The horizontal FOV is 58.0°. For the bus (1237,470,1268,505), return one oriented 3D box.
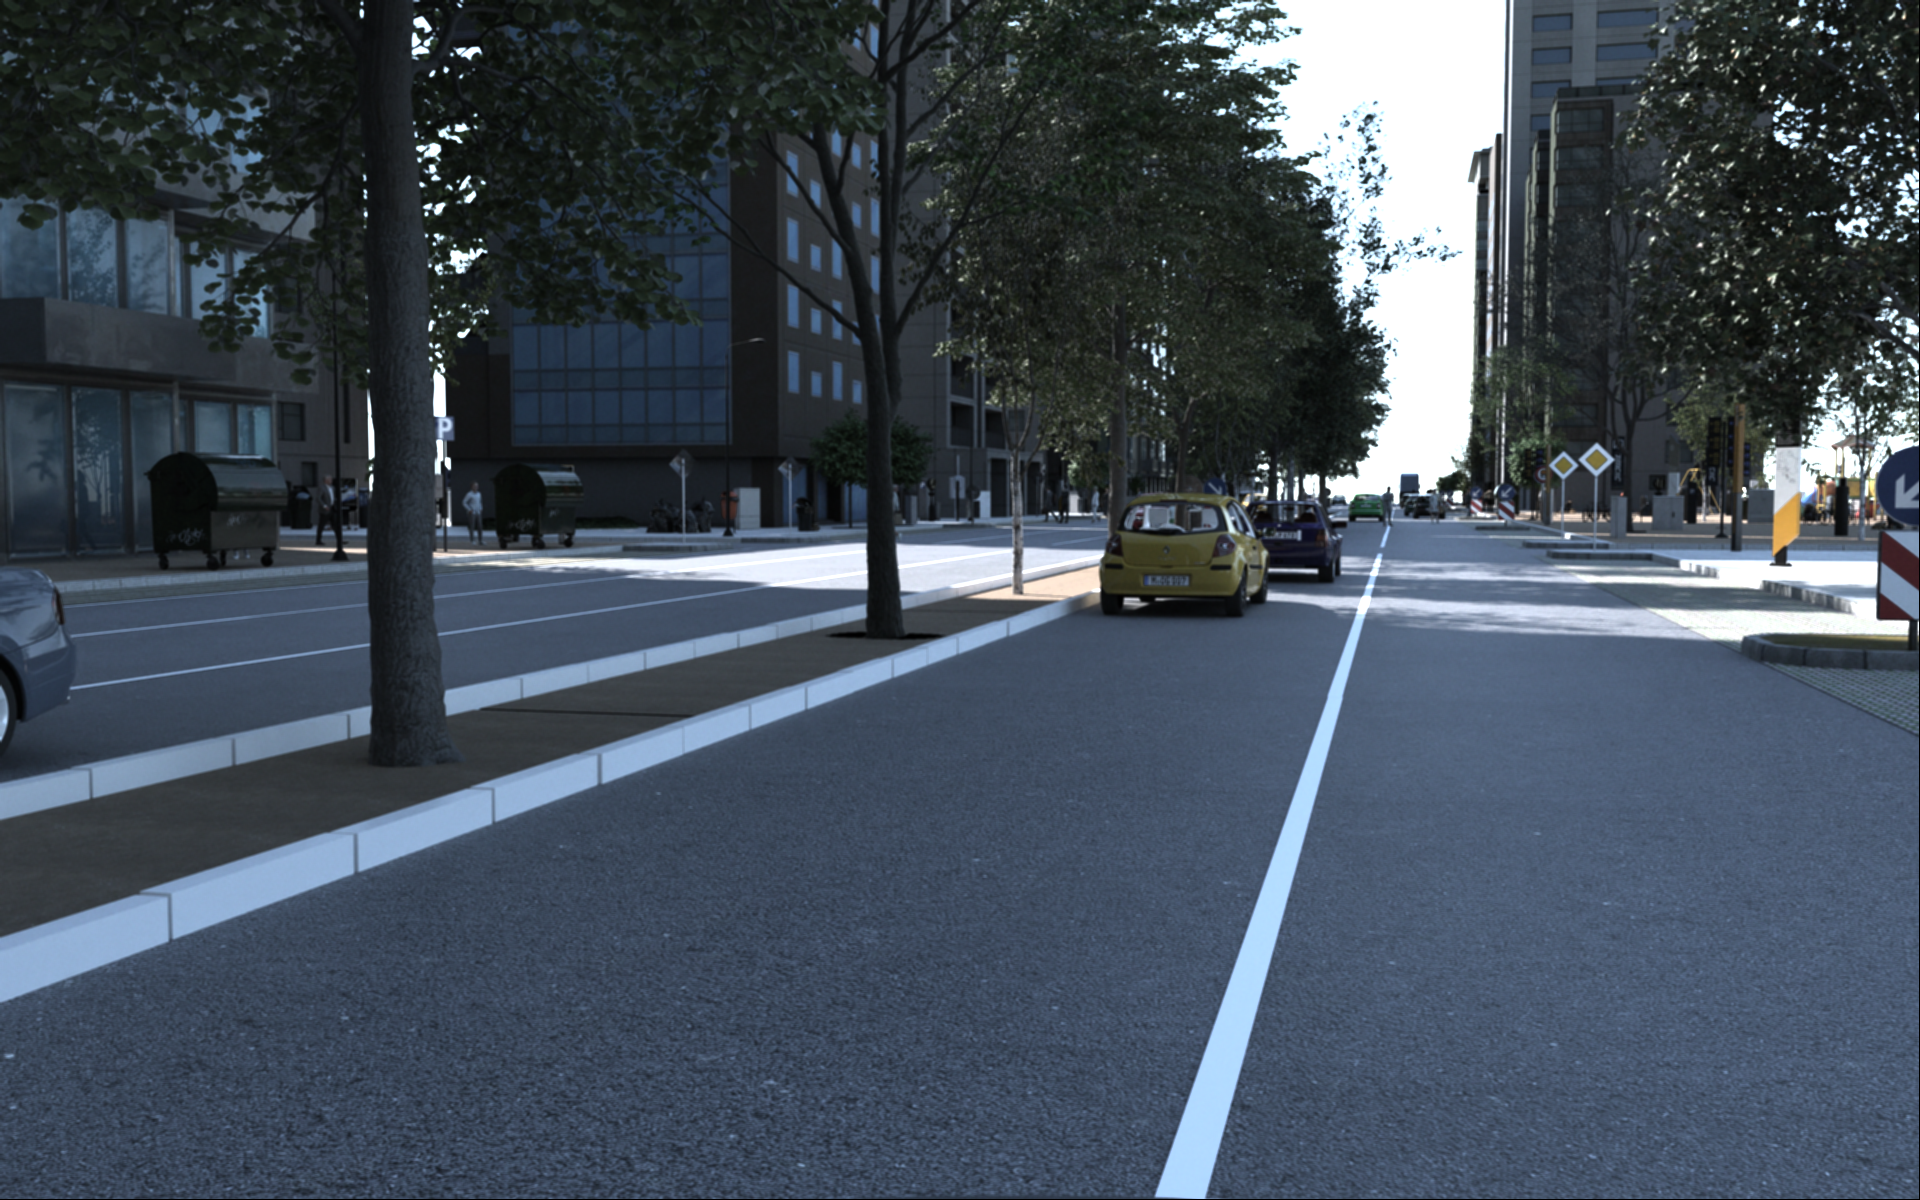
[{"bbox_3d":[30.949,-11.643,181.909,2.896,3.916,12.252,1,4,14],"label":"bus"}]

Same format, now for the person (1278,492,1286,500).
[{"bbox_3d":[44.223,-13.998,238.092,1.217,1.736,0.721,0,4,-8],"label":"person"}]

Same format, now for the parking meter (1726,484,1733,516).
[{"bbox_3d":[45.702,-5.937,102.783,0.255,1.863,0.399,-2,4,-30],"label":"parking meter"}]

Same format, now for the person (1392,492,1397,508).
[{"bbox_3d":[44.080,-10.163,176.133,0.593,1.643,0.415,1,4,13],"label":"person"}]

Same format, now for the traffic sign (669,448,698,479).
[{"bbox_3d":[-7.059,-2.569,44.195,0.795,2.593,0.064,1,4,14],"label":"traffic sign"}]

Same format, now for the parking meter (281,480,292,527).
[{"bbox_3d":[-26.519,-3.825,68.245,0.399,1.863,0.255,0,4,-7],"label":"parking meter"}]

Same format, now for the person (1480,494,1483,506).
[{"bbox_3d":[54.909,-10.802,182.585,1.348,1.831,0.705,-2,4,-29],"label":"person"}]

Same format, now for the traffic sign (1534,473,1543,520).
[{"bbox_3d":[28.409,-5.166,84.563,0.768,2.556,0.104,1,4,20],"label":"traffic sign"}]

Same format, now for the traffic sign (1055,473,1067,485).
[{"bbox_3d":[6.058,-6.355,104.009,0.768,2.556,0.104,1,4,23],"label":"traffic sign"}]

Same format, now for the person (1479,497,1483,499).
[{"bbox_3d":[50.329,-9.886,168.403,0.721,1.735,1.217,-2,4,-35],"label":"person"}]

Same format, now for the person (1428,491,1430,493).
[{"bbox_3d":[48.465,-10.467,179.262,1.348,1.869,0.705,0,4,4],"label":"person"}]

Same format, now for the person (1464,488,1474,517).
[{"bbox_3d":[29.993,-5.679,101.699,0.721,1.781,0.623,2,4,31],"label":"person"}]

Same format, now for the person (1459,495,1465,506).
[{"bbox_3d":[54.503,-11.070,187.716,1.217,1.739,0.721,-3,4,-37],"label":"person"}]

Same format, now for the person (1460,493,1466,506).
[{"bbox_3d":[54.080,-10.961,185.386,0.705,1.807,1.348,-3,5,-40],"label":"person"}]

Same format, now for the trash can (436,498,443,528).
[{"bbox_3d":[-19.712,-3.259,64.945,0.748,1.137,0.748,0,3,0],"label":"trash can"}]

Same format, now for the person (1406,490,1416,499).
[{"bbox_3d":[41.465,-9.172,158.432,1.348,1.831,0.705,0,4,-4],"label":"person"}]

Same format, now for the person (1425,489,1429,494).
[{"bbox_3d":[39.410,-8.411,146.015,1.348,1.824,0.705,1,4,23],"label":"person"}]

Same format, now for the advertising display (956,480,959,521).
[{"bbox_3d":[-0.107,-4.722,82.411,0.123,1.923,0.974,0,4,2],"label":"advertising display"}]

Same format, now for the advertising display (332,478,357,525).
[{"bbox_3d":[-25.176,-4.015,70.853,0.974,1.923,0.123,-1,4,-11],"label":"advertising display"}]

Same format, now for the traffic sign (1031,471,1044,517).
[{"bbox_3d":[4.286,-5.884,96.308,0.768,2.556,0.104,1,4,20],"label":"traffic sign"}]

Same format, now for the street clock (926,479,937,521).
[{"bbox_3d":[-1.338,-4.705,81.493,0.471,2.002,0.358,-3,5,-44],"label":"street clock"}]

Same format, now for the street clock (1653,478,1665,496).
[{"bbox_3d":[30.896,-4.406,76.614,0.471,2.002,0.358,-1,4,-13],"label":"street clock"}]

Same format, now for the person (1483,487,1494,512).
[{"bbox_3d":[38.082,-7.230,124.270,0.705,1.823,1.348,-3,5,-42],"label":"person"}]

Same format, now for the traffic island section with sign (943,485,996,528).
[{"bbox_3d":[0.472,-4.002,74.059,1.989,1.847,2.006,1,4,14],"label":"traffic island section with sign"}]

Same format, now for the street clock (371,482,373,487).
[{"bbox_3d":[-33.767,-5.837,100.009,0.358,2.002,0.471,-3,5,-43],"label":"street clock"}]

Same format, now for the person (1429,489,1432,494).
[{"bbox_3d":[34.051,-7.139,125.179,0.705,1.831,1.348,0,4,5],"label":"person"}]

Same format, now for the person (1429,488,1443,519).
[{"bbox_3d":[26.903,-5.434,97.835,0.782,1.767,0.515,0,4,-7],"label":"person"}]

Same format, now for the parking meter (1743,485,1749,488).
[{"bbox_3d":[50.588,-6.470,111.497,0.399,1.863,0.255,1,4,9],"label":"parking meter"}]

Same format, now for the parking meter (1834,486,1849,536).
[{"bbox_3d":[27.136,-2.745,53.292,0.372,1.533,0.369,0,3,0],"label":"parking meter"}]

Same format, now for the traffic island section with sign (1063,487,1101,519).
[{"bbox_3d":[7.096,-5.600,100.191,1.989,1.847,2.006,1,4,14],"label":"traffic island section with sign"}]

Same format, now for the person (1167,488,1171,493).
[{"bbox_3d":[12.796,-5.913,105.532,0.716,1.782,0.532,-1,4,-19],"label":"person"}]

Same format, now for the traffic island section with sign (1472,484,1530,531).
[{"bbox_3d":[21.536,-3.679,68.777,1.989,1.847,2.006,1,4,14],"label":"traffic island section with sign"}]

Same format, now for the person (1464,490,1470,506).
[{"bbox_3d":[50.614,-10.125,172.138,0.434,1.755,0.990,-3,5,-41],"label":"person"}]

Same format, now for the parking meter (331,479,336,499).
[{"bbox_3d":[-24.591,-3.825,68.254,0.399,1.863,0.255,3,4,39],"label":"parking meter"}]

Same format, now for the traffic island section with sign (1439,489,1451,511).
[{"bbox_3d":[40.513,-8.261,143.693,1.989,1.847,2.006,1,4,14],"label":"traffic island section with sign"}]

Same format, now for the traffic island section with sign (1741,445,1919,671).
[{"bbox_3d":[7.880,-0.381,14.856,1.989,1.847,2.006,1,4,14],"label":"traffic island section with sign"}]

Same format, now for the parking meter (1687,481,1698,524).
[{"bbox_3d":[31.703,-4.234,74.933,0.399,1.863,0.255,2,4,30],"label":"parking meter"}]

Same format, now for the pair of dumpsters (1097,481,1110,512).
[{"bbox_3d":[10.438,-7.297,121.799,1.574,2.255,4.437,1,4,14],"label":"pair of dumpsters"}]

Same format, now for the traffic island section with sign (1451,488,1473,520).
[{"bbox_3d":[28.164,-5.281,94.970,1.989,1.847,2.006,1,4,14],"label":"traffic island section with sign"}]

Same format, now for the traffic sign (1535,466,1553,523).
[{"bbox_3d":[26.203,-4.750,77.770,0.768,2.556,0.104,1,4,20],"label":"traffic sign"}]

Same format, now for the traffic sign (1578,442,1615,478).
[{"bbox_3d":[14.259,-2.239,38.793,0.795,2.593,0.064,1,4,14],"label":"traffic sign"}]

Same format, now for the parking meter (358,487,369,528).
[{"bbox_3d":[-22.531,-3.490,65.475,0.372,1.533,0.369,0,3,0],"label":"parking meter"}]

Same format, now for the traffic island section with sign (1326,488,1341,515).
[{"bbox_3d":[25.666,-6.927,121.389,2.006,1.907,1.989,1,4,14],"label":"traffic island section with sign"}]

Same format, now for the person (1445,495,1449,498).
[{"bbox_3d":[69.128,-14.616,244.982,1.348,1.831,0.705,-2,4,-25],"label":"person"}]

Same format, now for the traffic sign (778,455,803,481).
[{"bbox_3d":[-5.098,-3.043,51.936,0.795,2.593,0.064,1,4,14],"label":"traffic sign"}]

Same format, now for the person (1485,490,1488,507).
[{"bbox_3d":[52.314,-10.102,171.999,0.721,1.735,1.217,-2,4,-25],"label":"person"}]

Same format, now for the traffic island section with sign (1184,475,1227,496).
[{"bbox_3d":[7.220,-2.471,48.541,2.006,1.907,1.989,1,4,14],"label":"traffic island section with sign"}]

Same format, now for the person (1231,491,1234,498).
[{"bbox_3d":[23.377,-8.447,147.430,0.721,1.723,1.217,1,4,19],"label":"person"}]

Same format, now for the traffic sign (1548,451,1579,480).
[{"bbox_3d":[16.220,-2.712,46.534,0.795,2.593,0.064,1,4,14],"label":"traffic sign"}]
